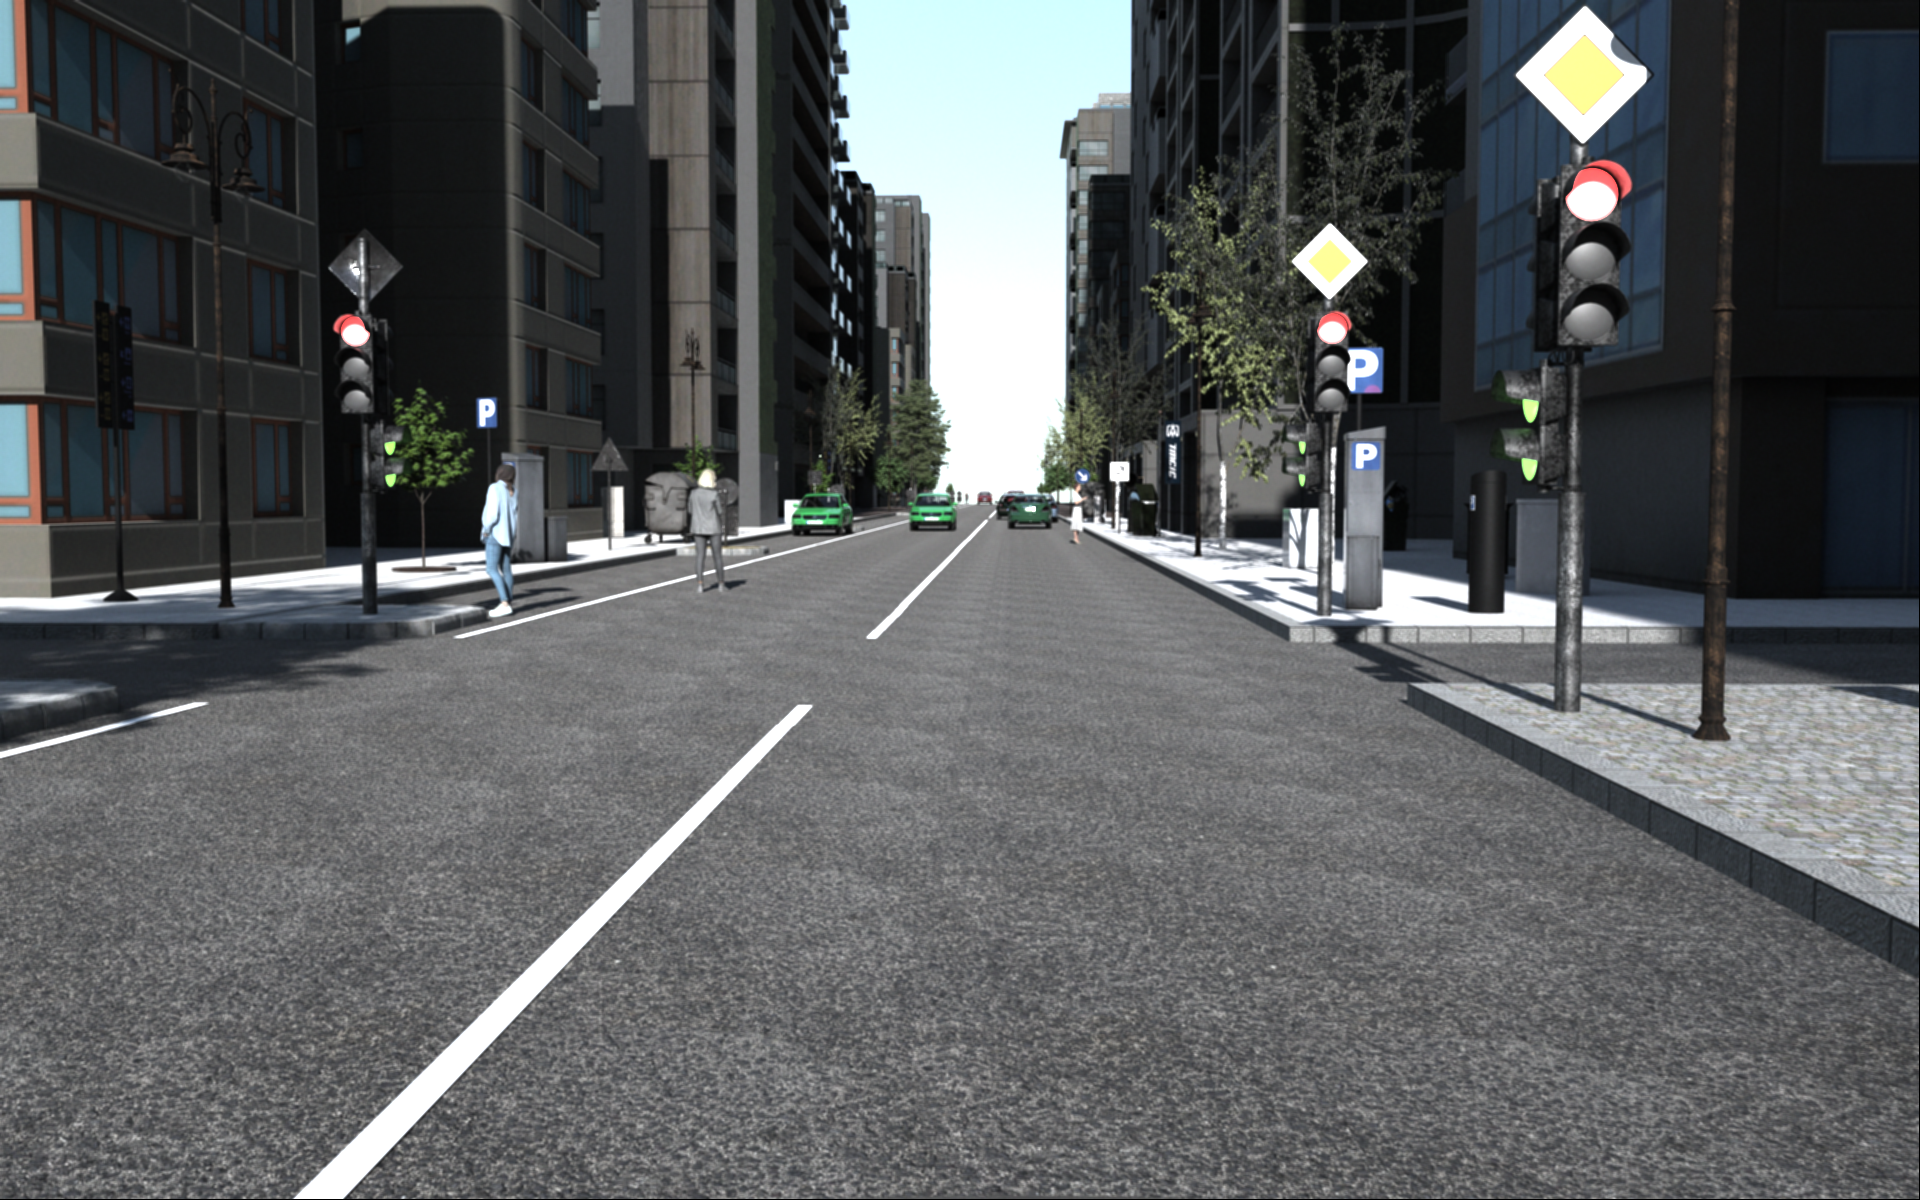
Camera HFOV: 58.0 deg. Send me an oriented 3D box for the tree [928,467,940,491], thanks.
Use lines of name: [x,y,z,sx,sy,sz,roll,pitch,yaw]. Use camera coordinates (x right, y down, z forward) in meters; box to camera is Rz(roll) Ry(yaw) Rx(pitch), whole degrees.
tree: [-3.731,-12.675,190.944,4.285,4.588,4.351,0,3,0]

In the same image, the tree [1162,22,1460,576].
tree: [5.606,-4.689,27.035,4.360,8.622,3.978,0,3,0]

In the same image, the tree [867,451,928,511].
tree: [-5.377,-9.019,131.168,4.285,4.588,4.351,0,3,0]

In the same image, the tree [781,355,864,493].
tree: [-7.132,-8.586,90.743,4.360,8.622,3.978,0,3,0]

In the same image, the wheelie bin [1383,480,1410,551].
wheelie bin: [9.843,-1.921,39.317,0.693,1.594,0.980,0,4,4]

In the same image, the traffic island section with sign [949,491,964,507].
traffic island section with sign: [-0.816,-11.739,200.562,1.989,1.847,2.006,0,4,2]

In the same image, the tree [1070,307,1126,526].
tree: [6.513,-7.256,68.995,4.360,8.622,3.978,0,3,0]

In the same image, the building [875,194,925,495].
building: [-12.421,-33.437,230.285,14.154,41.232,14.086,0,4,2]

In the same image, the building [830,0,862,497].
building: [-20.127,-31.323,131.747,23.786,49.044,30.456,0,4,2]

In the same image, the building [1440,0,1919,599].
building: [16.374,-22.996,26.103,14.200,45.320,14.600,0,4,2]

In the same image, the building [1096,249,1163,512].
building: [25.287,-17.817,136.339,27.650,21.520,28.899,0,4,2]

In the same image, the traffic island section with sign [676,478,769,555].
traffic island section with sign: [-5.630,-2.007,41.436,1.989,1.847,2.006,0,4,2]

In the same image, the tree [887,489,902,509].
tree: [-5.398,-9.404,148.352,1.663,3.219,1.824,0,3,0]

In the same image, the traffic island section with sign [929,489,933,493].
traffic island section with sign: [-2.492,-8.344,145.050,1.989,1.847,2.006,0,4,2]

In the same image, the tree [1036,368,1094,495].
tree: [7.431,-9.160,100.123,4.737,8.622,4.395,0,3,0]

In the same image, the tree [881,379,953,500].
tree: [-4.007,-15.413,170.134,7.486,12.596,7.792,0,3,0]

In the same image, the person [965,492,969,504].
person: [0.965,-14.064,238.983,0.617,1.759,0.750,-1,4,-16]

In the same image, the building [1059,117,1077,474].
building: [28.281,-39.664,237.739,28.713,52.752,27.495,0,4,2]

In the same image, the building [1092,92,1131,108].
building: [25.490,-36.047,208.980,23.786,49.044,30.456,0,4,2]

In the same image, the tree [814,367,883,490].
tree: [-6.503,-9.074,98.727,4.737,8.622,4.395,0,3,0]

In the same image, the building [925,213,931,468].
building: [-11.468,-34.324,244.790,14.154,41.232,14.086,0,4,2]

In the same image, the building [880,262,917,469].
building: [-12.775,-27.198,216.394,14.160,30.474,14.107,0,4,2]

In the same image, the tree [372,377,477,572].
tree: [-9.034,-2.087,28.717,1.663,3.219,1.824,0,3,0]

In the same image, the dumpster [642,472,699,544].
dumpster: [-7.560,-2.427,45.442,1.264,1.857,1.865,0,4,2]

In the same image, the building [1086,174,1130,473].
building: [18.592,-23.682,158.898,14.160,30.474,14.107,0,4,2]

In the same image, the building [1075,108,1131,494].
building: [19.432,-30.771,186.702,14.154,41.232,14.086,0,4,2]

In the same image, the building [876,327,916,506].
building: [-19.614,-21.415,195.181,27.650,21.520,28.899,0,4,2]

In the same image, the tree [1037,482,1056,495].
tree: [12.010,-14.701,234.956,1.663,3.219,1.824,0,3,0]

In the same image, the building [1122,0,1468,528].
building: [18.683,-39.325,81.209,20.563,71.187,20.611,0,4,2]

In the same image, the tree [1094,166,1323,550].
tree: [6.272,-5.456,39.560,4.737,8.622,4.395,0,3,0]

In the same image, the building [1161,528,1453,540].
building: [17.268,-37.558,52.323,20.563,71.187,20.611,0,4,2]

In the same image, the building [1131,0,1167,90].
building: [24.869,-31.682,107.241,28.713,52.752,27.495,0,4,2]

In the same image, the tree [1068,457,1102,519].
tree: [6.451,-5.857,90.368,1.663,3.219,1.824,0,3,0]

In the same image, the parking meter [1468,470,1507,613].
parking meter: [5.705,-0.631,18.734,0.372,1.533,0.369,0,3,0]

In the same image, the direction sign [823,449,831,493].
direction sign: [-6.728,-5.847,87.593,0.379,3.537,0.876,1,4,18]

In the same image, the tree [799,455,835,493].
tree: [-6.787,-5.508,84.654,1.663,3.219,1.824,0,3,0]

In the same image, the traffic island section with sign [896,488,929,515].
traffic island section with sign: [-3.321,-6.696,118.108,1.989,1.847,2.006,0,4,2]

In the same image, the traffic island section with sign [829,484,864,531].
traffic island section with sign: [-4.825,-3.655,68.380,1.989,1.847,2.006,0,4,2]

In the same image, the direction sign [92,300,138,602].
direction sign: [-10.097,-1.757,20.730,0.379,3.537,0.876,0,4,1]

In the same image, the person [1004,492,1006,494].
person: [5.752,-13.013,221.925,0.551,1.740,0.621,-2,4,-26]

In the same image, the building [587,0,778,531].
building: [-14.777,-23.273,64.109,14.154,41.232,14.086,0,4,2]

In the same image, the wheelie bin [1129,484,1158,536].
wheelie bin: [5.637,-2.775,53.276,0.980,1.594,0.693,-2,4,-27]

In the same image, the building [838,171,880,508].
building: [-14.973,-23.407,154.408,14.160,30.474,14.107,0,4,2]

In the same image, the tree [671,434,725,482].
tree: [-8.592,-3.759,56.059,1.663,3.219,1.824,0,3,0]

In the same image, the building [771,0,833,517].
building: [-19.535,-29.434,104.948,21.300,48.544,21.600,0,4,2]

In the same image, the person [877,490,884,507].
person: [-8.250,-10.117,173.548,1.348,1.869,0.705,-1,4,-23]

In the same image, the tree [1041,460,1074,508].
tree: [9.031,-10.791,160.145,4.285,4.588,4.351,0,3,0]

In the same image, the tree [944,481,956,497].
tree: [-1.290,-15.669,250.789,1.663,3.219,1.824,0,3,0]

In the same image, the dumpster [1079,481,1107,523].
dumpster: [6.026,-4.465,78.766,1.264,1.857,1.865,0,4,2]

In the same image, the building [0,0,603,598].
building: [-24.597,-11.652,35.557,27.650,21.520,28.899,0,4,2]
